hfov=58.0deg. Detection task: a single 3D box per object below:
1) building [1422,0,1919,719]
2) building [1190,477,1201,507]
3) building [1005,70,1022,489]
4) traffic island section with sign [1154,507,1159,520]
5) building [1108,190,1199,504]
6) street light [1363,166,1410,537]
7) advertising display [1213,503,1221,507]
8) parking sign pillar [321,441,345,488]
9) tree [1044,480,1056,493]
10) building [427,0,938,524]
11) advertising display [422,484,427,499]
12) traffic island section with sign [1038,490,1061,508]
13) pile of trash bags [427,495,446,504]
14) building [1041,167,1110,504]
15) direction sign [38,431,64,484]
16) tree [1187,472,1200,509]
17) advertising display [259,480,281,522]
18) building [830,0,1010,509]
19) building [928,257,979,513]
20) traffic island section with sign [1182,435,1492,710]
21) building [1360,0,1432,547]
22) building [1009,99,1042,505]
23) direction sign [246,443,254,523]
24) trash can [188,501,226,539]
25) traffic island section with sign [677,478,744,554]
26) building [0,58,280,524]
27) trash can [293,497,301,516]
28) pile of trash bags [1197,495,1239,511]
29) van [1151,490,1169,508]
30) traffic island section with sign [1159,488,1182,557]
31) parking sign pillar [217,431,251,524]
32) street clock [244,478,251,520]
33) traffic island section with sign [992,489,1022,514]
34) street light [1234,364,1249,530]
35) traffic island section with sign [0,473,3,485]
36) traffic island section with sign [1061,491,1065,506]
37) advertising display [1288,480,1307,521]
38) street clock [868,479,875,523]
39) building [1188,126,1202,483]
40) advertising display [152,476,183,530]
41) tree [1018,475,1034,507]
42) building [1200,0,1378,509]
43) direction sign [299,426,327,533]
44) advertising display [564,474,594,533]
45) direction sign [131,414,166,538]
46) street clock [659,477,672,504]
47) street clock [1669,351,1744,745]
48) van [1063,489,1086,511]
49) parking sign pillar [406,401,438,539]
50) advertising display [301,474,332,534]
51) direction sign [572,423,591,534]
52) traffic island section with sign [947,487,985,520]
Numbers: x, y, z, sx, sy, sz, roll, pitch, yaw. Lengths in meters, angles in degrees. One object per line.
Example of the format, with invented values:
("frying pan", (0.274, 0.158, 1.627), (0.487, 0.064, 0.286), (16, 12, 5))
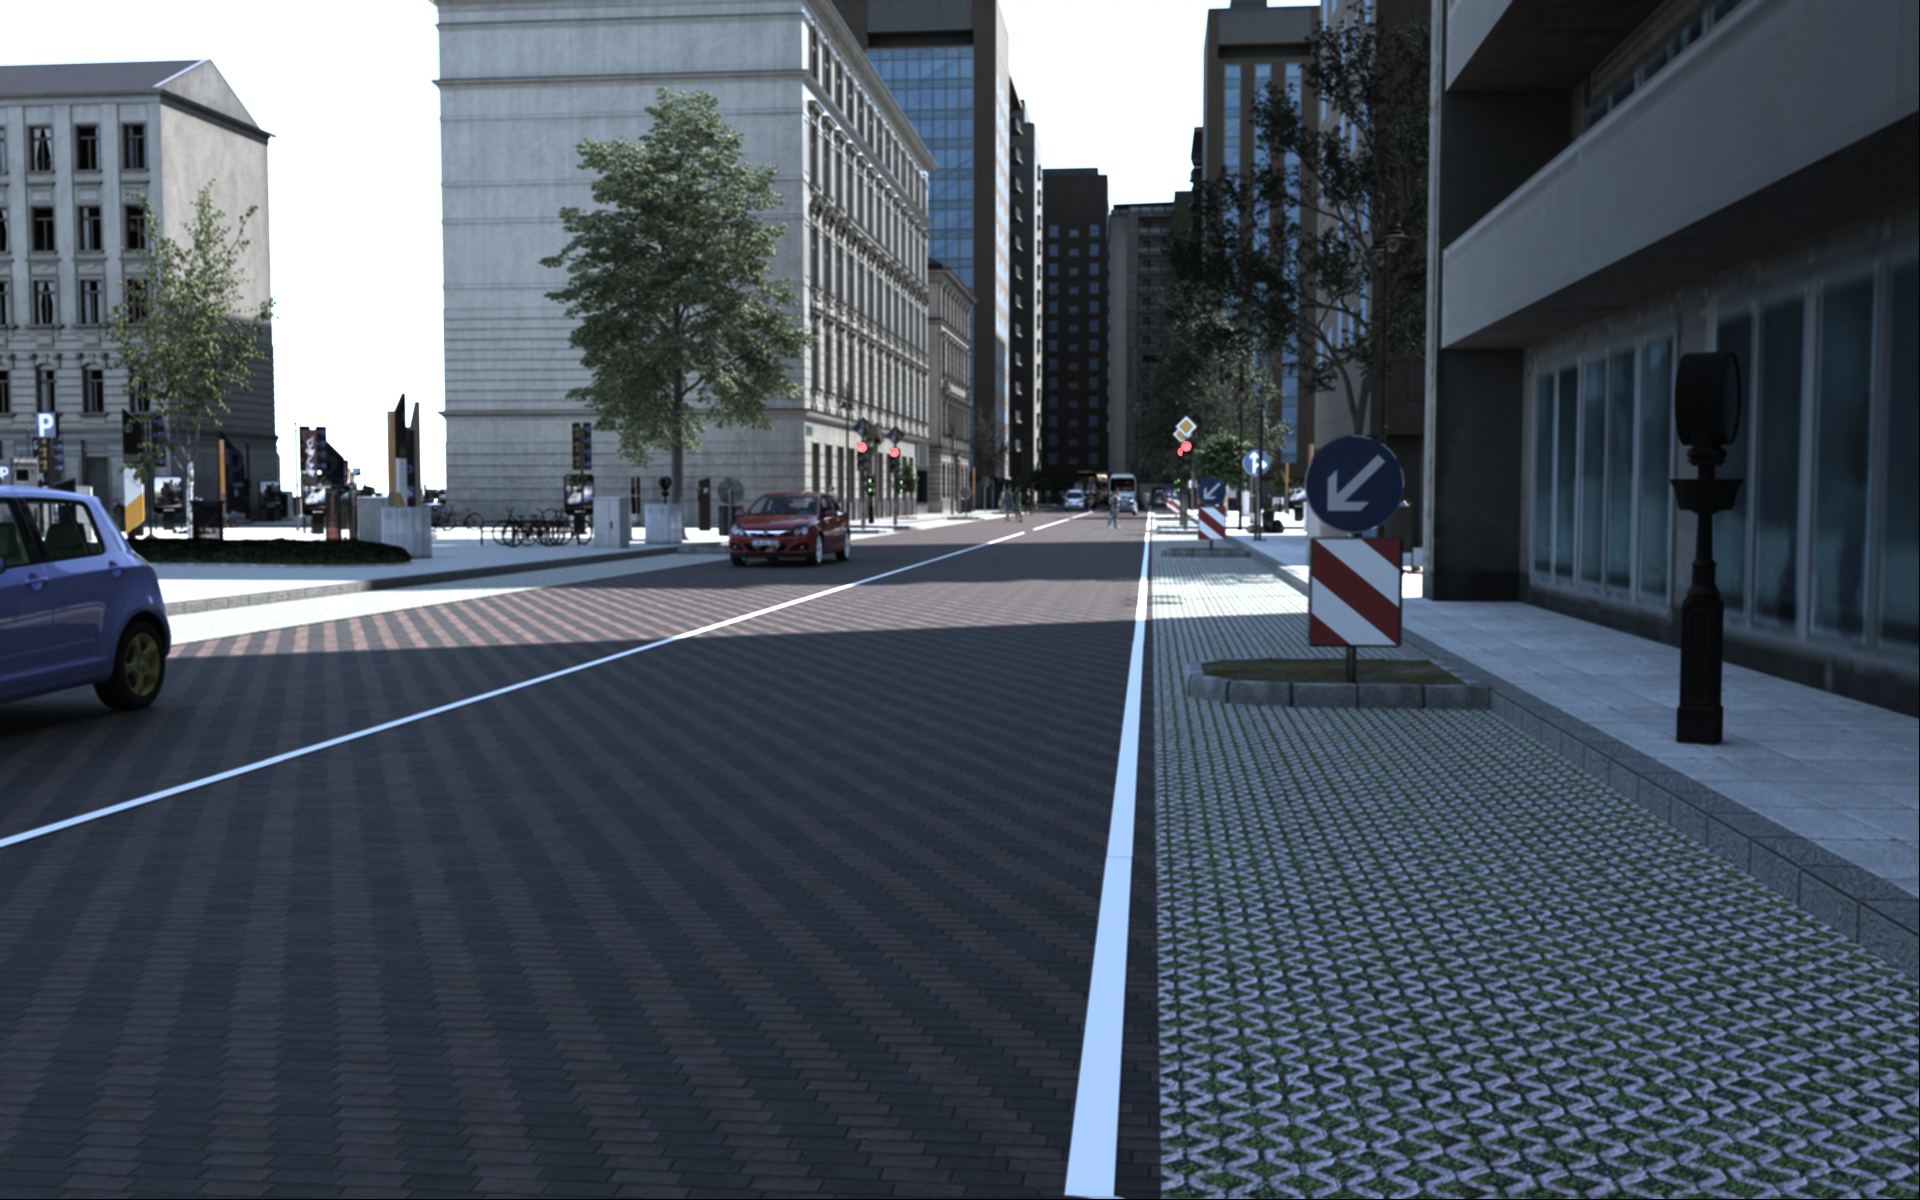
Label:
("building", (15.198, -23.538, 8.547), (21.300, 48.544, 21.600), (0, 4, 6))
("building", (39.891, -29.603, 175.897), (32.217, 40.220, 23.993), (0, 4, 6))
("building", (-5.274, -31.896, 176.123), (22.147, 44.769, 28.867), (0, 4, 6))
("traffic island section with sign", (11.752, -5.285, 95.035), (1.989, 1.847, 2.006), (0, 4, 6))
("building", (27.238, -33.774, 235.792), (14.086, 41.232, 14.154), (0, 4, 6))
("street light", (6.080, -3.183, 24.834), (0.468, 5.910, 1.993), (0, 4, 6))
("advertising display", (12.679, -4.930, 85.815), (0.123, 1.923, 0.974), (2, 4, 35))
("parking sign pillar", (-31.675, -6.056, 87.487), (1.447, 3.967, 1.447), (2, 4, 32))
("tree", (11.245, -13.963, 222.896), (1.663, 3.219, 1.824), (0, 3, 0))
("building", (-12.020, -19.445, 94.336), (17.030, 29.872, 44.131), (0, 4, 6))
("advertising display", (-33.338, -6.275, 107.807), (0.123, 1.923, 0.974), (-2, 4, -27))
("traffic island section with sign", (8.806, -10.022, 172.479), (1.989, 1.847, 2.006), (0, 4, 6))
("pile of trash bags", (-34.135, -6.412, 114.586), (1.912, 1.369, 3.447), (1, 4, 13))
("building", (13.138, -35.885, 236.832), (14.200, 45.320, 14.600), (0, 4, 6))
("direction sign", (-32.662, -4.298, 62.267), (0.379, 3.537, 0.876), (2, 4, 35))
("tree", (20.543, -9.553, 150.799), (1.663, 3.219, 1.824), (0, 3, 0))
("advertising display", (-32.259, -4.634, 80.986), (0.974, 1.923, 0.123), (-2, 4, -35))
("building", (-3.075, -30.817, 153.965), (14.600, 45.320, 14.200), (0, 4, 6))
("building", (-4.858, -15.969, 125.718), (10.561, 19.102, 19.286), (0, 4, 6))
("traffic island section with sign", (2.641, -0.236, 12.480), (1.989, 1.847, 2.006), (0, 4, 6))
("building", (17.408, -24.235, 46.349), (14.600, 45.320, 14.200), (0, 4, 6))
("building", (-1.187, -35.911, 210.850), (21.600, 48.544, 21.300), (0, 4, 6))
("direction sign", (-31.574, -5.190, 76.854), (0.379, 3.537, 0.876), (-2, 4, -26))
("trash can", (-16.110, -1.556, 37.090), (0.748, 1.137, 0.748), (0, 3, 0))
("traffic island section with sign", (-5.606, -2.029, 41.809), (1.989, 1.847, 2.006), (0, 4, 6))
("building", (-42.480, -14.122, 80.044), (18.267, 20.994, 9.793), (0, 4, 6))
("trash can", (-38.848, -5.473, 101.141), (0.748, 1.137, 0.748), (0, 3, 0))
("pile of trash bags", (19.643, -7.447, 131.516), (3.447, 1.369, 1.912), (1, 4, 17))
("van", (20.875, -10.561, 179.681), (2.013, 2.044, 4.112), (0, 4, 5))
("traffic island section with sign", (5.672, -1.916, 39.952), (1.989, 1.847, 2.006), (0, 4, 6))
("parking sign pillar", (-31.166, -5.238, 74.114), (1.447, 3.967, 1.447), (1, 4, 10))
("street clock", (-33.059, -4.630, 80.273), (0.358, 2.002, 0.471), (0, 4, 4))
("traffic island section with sign", (3.363, -6.999, 123.062), (1.989, 1.847, 2.006), (0, 4, 6))
("street light", (9.970, -5.423, 61.458), (0.468, 5.910, 1.993), (0, 4, 6))
("traffic island section with sign", (-8.636, -0.352, 14.383), (1.989, 1.847, 2.006), (0, 4, 6))
("traffic island section with sign", (11.761, -11.660, 199.273), (1.989, 1.847, 2.006), (0, 4, 6))
("advertising display", (15.906, -4.658, 81.377), (0.974, 1.923, 0.123), (1, 4, 9))
("street clock", (-3.893, -4.366, 75.960), (0.358, 2.002, 0.471), (0, 4, 8))
("building", (37.976, -33.527, 202.792), (22.147, 44.769, 28.867), (0, 4, 6))
("advertising display", (-28.263, -3.462, 61.813), (0.974, 1.923, 0.123), (-2, 4, -35))
("tree", (6.753, -11.128, 176.541), (1.663, 3.219, 1.824), (0, 3, 0))
("building", (29.129, -31.043, 157.657), (14.600, 45.320, 14.200), (0, 4, 6))
("direction sign", (-21.565, -4.025, 57.805), (0.876, 3.537, 0.379), (-2, 4, -33))
("advertising display", (-12.479, -3.153, 56.758), (0.974, 1.923, 0.123), (-2, 4, -32))
("direction sign", (-23.124, -3.511, 49.400), (0.876, 3.537, 0.379), (-2, 4, -32))
("street clock", (-12.191, -4.104, 71.665), (0.471, 2.002, 0.358), (1, 4, 20))
("street clock", (3.830, -0.265, 8.910), (0.358, 2.002, 0.471), (2, 4, 35))
("van", (9.908, -8.731, 149.755), (2.013, 2.044, 4.112), (0, 4, 6))
("parking sign pillar", (-15.802, -3.752, 49.815), (1.447, 3.967, 1.447), (-1, 4, -10))
("advertising display", (-20.651, -3.084, 55.643), (0.974, 1.923, 0.123), (-3, 5, -43))
("direction sign", (-12.028, -3.863, 55.156), (0.876, 3.537, 0.379), (3, 4, 38))
("traffic island section with sign", (0.366, -5.347, 96.046), (1.989, 1.847, 2.006), (0, 4, 6))
